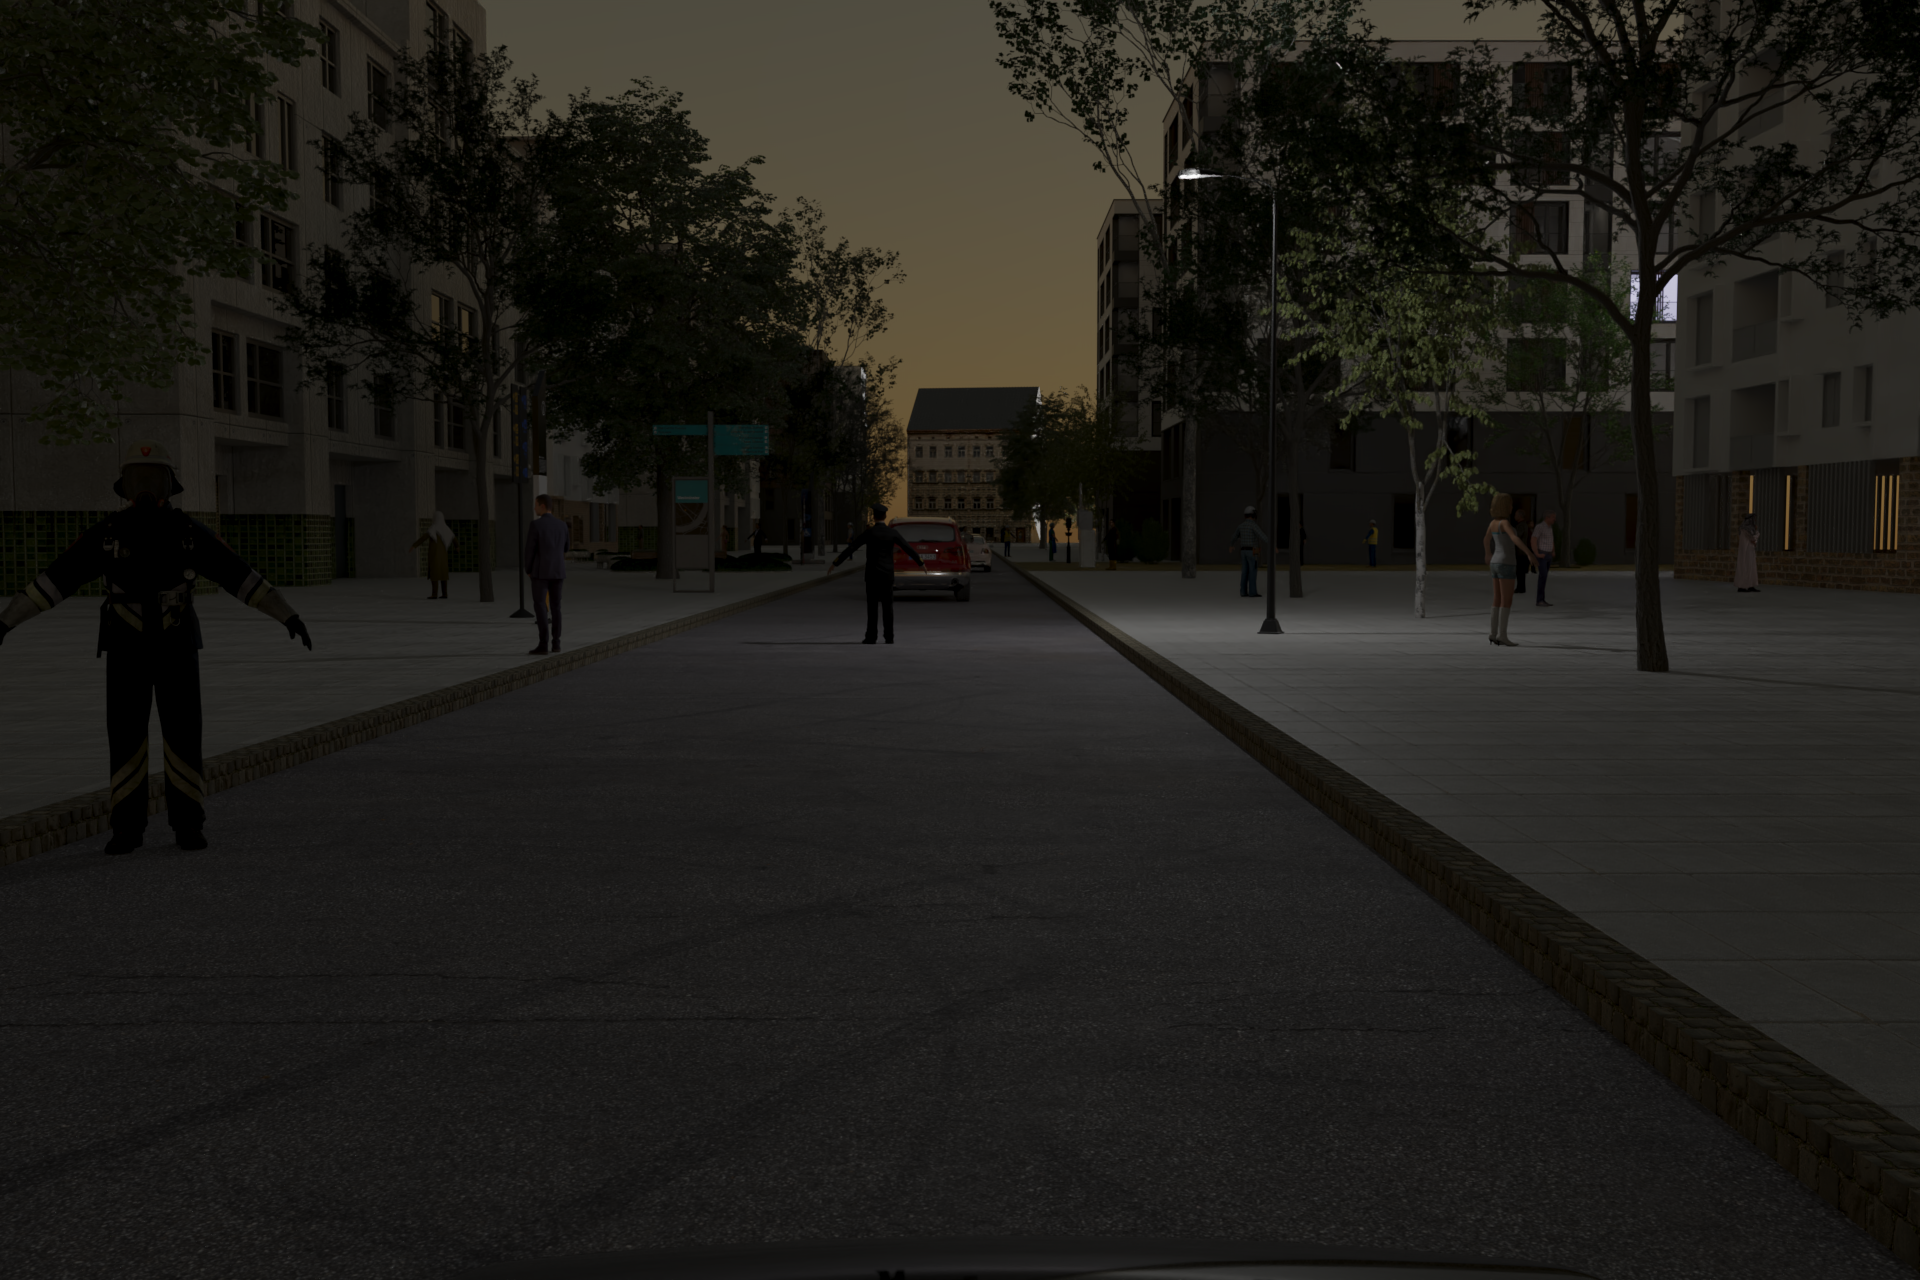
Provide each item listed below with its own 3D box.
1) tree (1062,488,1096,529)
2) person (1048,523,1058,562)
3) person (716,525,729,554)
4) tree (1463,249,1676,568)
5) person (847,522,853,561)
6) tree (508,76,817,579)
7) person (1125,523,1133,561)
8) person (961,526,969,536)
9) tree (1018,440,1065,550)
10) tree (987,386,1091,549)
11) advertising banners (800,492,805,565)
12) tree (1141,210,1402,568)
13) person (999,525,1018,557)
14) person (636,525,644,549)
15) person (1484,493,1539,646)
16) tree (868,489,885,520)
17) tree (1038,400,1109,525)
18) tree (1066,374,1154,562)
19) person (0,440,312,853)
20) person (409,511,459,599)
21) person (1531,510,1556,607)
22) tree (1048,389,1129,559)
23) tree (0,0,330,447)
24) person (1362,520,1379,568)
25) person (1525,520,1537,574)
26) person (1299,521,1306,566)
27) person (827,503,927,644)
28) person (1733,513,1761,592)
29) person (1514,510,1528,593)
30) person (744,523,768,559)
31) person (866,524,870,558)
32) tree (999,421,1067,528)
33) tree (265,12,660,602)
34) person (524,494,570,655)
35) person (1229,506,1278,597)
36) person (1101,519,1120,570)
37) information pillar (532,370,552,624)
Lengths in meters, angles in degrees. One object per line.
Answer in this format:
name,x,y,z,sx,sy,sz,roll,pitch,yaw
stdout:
tree,18.176,-20.447,252.439,7.486,12.596,7.792,0,3,0
person,4.335,-4.585,81.092,0.704,1.817,1.347,-1,4,-10
person,-11.575,-4.755,84.544,0.721,1.733,1.217,1,4,21
tree,22.657,-8.498,64.698,9.928,11.665,9.643,0,3,0
person,-5.330,-4.763,83.735,0.705,1.847,1.347,0,4,-1
tree,-8.331,-8.709,49.049,9.857,13.997,8.962,0,3,0
person,7.912,-4.602,81.426,1.347,1.806,0.705,3,4,36
person,0.244,-4.332,79.476,1.347,1.806,0.705,-3,5,-41
tree,6.738,-11.377,136.382,4.737,8.622,4.395,0,3,0
tree,7.094,-14.883,149.985,9.857,13.997,8.962,0,3,0
advertising banners,-6.505,-4.620,71.730,0.090,3.025,2.074,0,4,-1
tree,11.461,-9.496,65.627,12.009,13.543,11.850,0,3,0
person,2.673,-5.487,96.172,1.216,1.772,0.721,-2,4,-32
person,-17.867,-5.542,96.887,0.705,1.796,1.348,-1,4,-21
person,6.311,-0.813,19.899,0.721,1.753,1.214,0,4,-8
tree,-14.361,-19.663,255.894,7.601,10.594,8.767,0,4,-2
tree,6.506,-8.768,93.714,4.737,8.622,4.395,0,3,0
tree,6.818,-7.985,80.918,4.737,8.622,4.395,0,3,0
person,-3.660,0.024,7.847,1.354,1.856,0.705,-1,4,-21
person,-10.391,-1.684,34.311,0.721,1.736,1.217,2,4,33
person,10.453,-1.460,30.846,0.756,1.711,0.436,-3,4,-37
tree,6.710,-8.368,87.179,4.737,8.622,4.395,0,3,0
tree,-9.502,-5.912,14.795,7.486,12.596,7.792,0,3,0
person,15.761,-3.691,66.311,0.705,1.833,1.349,3,4,36
person,18.476,-3.005,55.934,1.215,1.729,0.721,-1,4,-13
person,13.762,-3.916,70.218,0.705,1.806,1.347,-1,4,-15
person,-1.055,-0.869,22.594,1.347,1.837,0.705,-1,4,-18
person,17.374,-1.922,38.133,0.621,1.740,0.551,1,4,10
person,12.132,-1.922,37.600,0.705,1.807,1.348,2,4,28
person,-8.456,-3.990,71.963,1.216,1.740,0.721,2,4,34
person,-4.849,-5.245,91.974,0.704,1.802,1.346,0,4,7
tree,7.458,-14.939,162.385,7.486,12.596,7.792,0,3,0
tree,-9.184,-5.979,32.163,8.767,10.594,7.601,3,5,42
person,-4.432,-0.712,18.610,0.541,1.710,0.530,-3,4,-36
person,5.924,-1.801,35.278,0.704,1.849,1.345,-2,4,-35
person,5.390,-3.392,61.600,0.704,1.812,1.346,-1,4,-21
information pillar,-5.955,-2.033,24.592,0.183,3.616,0.504,0,3,0
